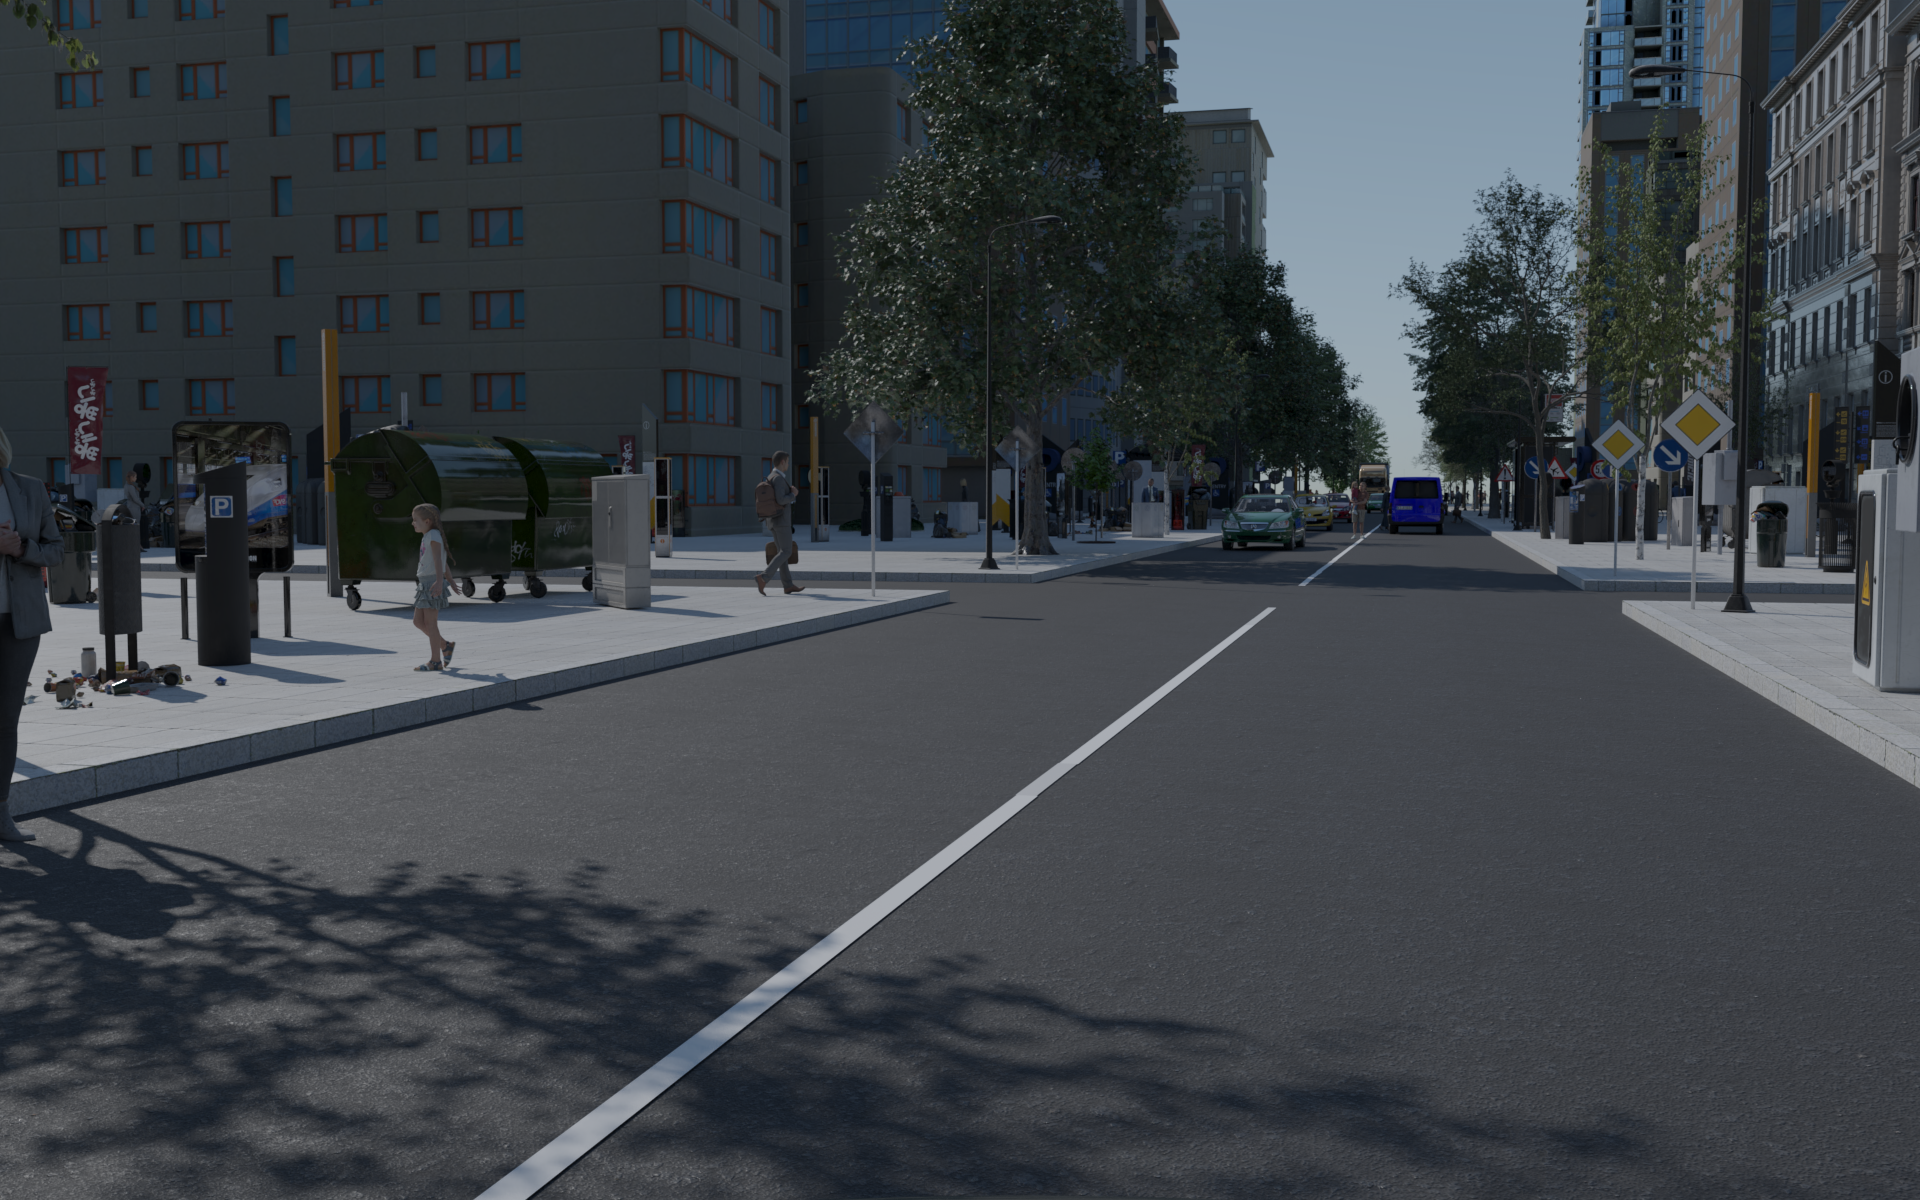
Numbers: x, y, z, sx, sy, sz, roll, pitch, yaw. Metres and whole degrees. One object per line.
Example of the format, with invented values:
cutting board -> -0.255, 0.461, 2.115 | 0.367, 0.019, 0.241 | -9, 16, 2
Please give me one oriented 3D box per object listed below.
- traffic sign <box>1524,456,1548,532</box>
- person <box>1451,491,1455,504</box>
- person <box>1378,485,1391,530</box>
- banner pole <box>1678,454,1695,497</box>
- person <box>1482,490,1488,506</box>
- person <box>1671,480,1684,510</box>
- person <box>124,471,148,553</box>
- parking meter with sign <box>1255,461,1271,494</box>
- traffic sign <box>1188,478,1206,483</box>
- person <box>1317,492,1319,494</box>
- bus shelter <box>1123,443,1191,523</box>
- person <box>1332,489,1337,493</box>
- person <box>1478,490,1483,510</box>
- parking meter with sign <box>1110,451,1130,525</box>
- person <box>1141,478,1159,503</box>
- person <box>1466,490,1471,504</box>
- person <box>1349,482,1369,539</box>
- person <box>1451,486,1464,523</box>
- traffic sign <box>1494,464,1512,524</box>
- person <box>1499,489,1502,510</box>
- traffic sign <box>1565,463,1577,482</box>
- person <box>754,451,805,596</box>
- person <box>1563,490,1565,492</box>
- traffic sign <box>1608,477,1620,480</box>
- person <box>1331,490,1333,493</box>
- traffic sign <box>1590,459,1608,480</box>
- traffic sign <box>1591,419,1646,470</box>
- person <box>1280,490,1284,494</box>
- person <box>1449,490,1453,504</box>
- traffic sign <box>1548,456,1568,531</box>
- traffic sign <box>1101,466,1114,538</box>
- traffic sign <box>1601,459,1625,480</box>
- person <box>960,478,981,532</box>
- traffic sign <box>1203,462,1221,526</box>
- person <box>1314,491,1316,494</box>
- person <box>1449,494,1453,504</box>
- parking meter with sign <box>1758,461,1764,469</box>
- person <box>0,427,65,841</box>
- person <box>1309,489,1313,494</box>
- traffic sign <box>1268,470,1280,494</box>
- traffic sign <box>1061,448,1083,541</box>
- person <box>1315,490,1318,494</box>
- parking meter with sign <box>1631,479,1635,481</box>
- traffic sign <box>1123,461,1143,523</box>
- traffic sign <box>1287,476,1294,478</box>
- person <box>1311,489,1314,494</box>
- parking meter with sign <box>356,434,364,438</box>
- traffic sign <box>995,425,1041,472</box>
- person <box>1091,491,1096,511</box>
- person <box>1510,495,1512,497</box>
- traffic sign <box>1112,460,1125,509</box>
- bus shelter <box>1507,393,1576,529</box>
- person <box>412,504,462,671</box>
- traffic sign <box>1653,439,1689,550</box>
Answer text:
traffic sign -> 19.368, -3.556, 58.251 | 0.768, 2.556, 0.104 | 1, 4, 20
person -> 62.354, -12.978, 218.937 | 1.217, 1.736, 0.721 | -1, 4, -18
person -> 16.788, -3.633, 68.326 | 0.534, 1.772, 0.576 | 1, 4, 12
banner pole -> 38.261, -6.187, 91.181 | 0.401, 3.779, 0.863 | 0, 4, -1
person -> 57.192, -11.243, 189.875 | 1.348, 1.824, 0.705 | 2, 4, 34
person -> 27.518, -3.685, 66.477 | 0.721, 1.800, 0.419 | -1, 4, -13
person -> -17.988, -1.932, 37.898 | 0.520, 1.790, 0.573 | 3, 4, 36
parking meter with sign -> 15.923, -5.760, 90.430 | 0.543, 3.016, 1.738 | -1, 4, -9
traffic sign -> 11.631, -5.206, 85.123 | 0.884, 2.594, 0.081 | 1, 4, 18
person -> 49.092, -14.177, 238.352 | 0.721, 1.766, 1.217 | 3, 5, 40
bus shelter -> 8.133, -4.721, 71.117 | 2.014, 3.302, 5.546 | 1, 4, 15
person -> 36.324, -9.911, 168.186 | 1.348, 1.812, 0.705 | 0, 4, -5
person -> 41.475, -7.981, 138.003 | 0.415, 1.643, 0.593 | 2, 4, 27
parking meter with sign -> 6.632, -4.551, 70.667 | 0.543, 3.016, 1.738 | 1, 4, 14
person -> 6.239, -3.117, 57.189 | 0.721, 1.800, 0.419 | -1, 4, -10
person -> 65.558, -13.259, 223.268 | 0.568, 1.767, 0.683 | 2, 4, 28
person -> 12.698, -2.863, 55.290 | 0.580, 1.828, 0.573 | -2, 4, -23
person -> 24.468, -4.685, 85.071 | 0.822, 1.834, 0.622 | -1, 4, -15
traffic sign -> 23.302, -4.531, 74.089 | 0.884, 2.594, 0.081 | 1, 4, 21
person -> 43.100, -8.048, 138.454 | 0.721, 1.723, 1.217 | 2, 4, 30
traffic sign -> 25.840, -4.470, 72.816 | 0.795, 2.593, 0.064 | 1, 4, 22
person -> -2.332, -0.983, 22.083 | 0.822, 1.834, 0.622 | -2, 4, -35
person -> 65.196, -11.090, 186.998 | 0.705, 1.869, 1.348 | -3, 5, -44
traffic sign -> 24.212, -3.931, 64.380 | 0.768, 2.556, 0.104 | 1, 4, 16
person -> 39.860, -10.970, 185.499 | 0.705, 1.812, 1.348 | 1, 4, 12
traffic sign -> 23.432, -3.865, 63.307 | 0.768, 2.556, 0.104 | 1, 4, 18
traffic sign -> 10.225, -1.512, 26.907 | 0.795, 2.593, 0.064 | 1, 4, 15
person -> 38.421, -12.224, 206.360 | 0.683, 1.767, 0.568 | 3, 4, 38
person -> 65.368, -13.723, 230.544 | 0.705, 1.807, 1.348 | 3, 4, 38
traffic sign -> 20.511, -3.657, 59.801 | 0.884, 2.594, 0.081 | 1, 4, 15
traffic sign -> 4.133, -3.086, 50.454 | 0.884, 2.594, 0.081 | 2, 4, 24
traffic sign -> 22.045, -3.572, 58.513 | 0.768, 2.556, 0.104 | 1, 4, 16
person -> 0.313, -3.145, 57.676 | 0.699, 1.804, 1.509 | 2, 4, 27
traffic sign -> 10.103, -4.261, 69.769 | 0.768, 2.556, 0.104 | 1, 4, 21
person -> 44.040, -12.713, 214.579 | 1.217, 1.739, 0.721 | -2, 4, -27
person -> 61.610, -12.773, 218.074 | 0.799, 1.438, 0.628 | 1, 4, 20
parking meter with sign -> 40.895, -5.751, 90.285 | 1.738, 3.016, 0.543 | 0, 4, 2
person -> -3.905, 0.101, 7.030 | 0.537, 1.800, 0.526 | -3, 4, -38
person -> 31.774, -9.188, 156.981 | 1.217, 1.743, 0.721 | 2, 4, 28
traffic sign -> 16.749, -5.627, 92.106 | 0.768, 2.556, 0.104 | 1, 4, 21
traffic sign -> 3.120, -2.904, 47.594 | 0.768, 2.556, 0.104 | 2, 4, 23
person -> 40.090, -11.467, 194.061 | 0.750, 1.759, 0.617 | 0, 4, 8
parking meter with sign -> 34.631, -5.717, 89.731 | 1.738, 3.016, 0.543 | 1, 4, 16
traffic sign -> 6.636, -4.066, 66.585 | 0.768, 2.556, 0.104 | 1, 4, 20
traffic sign -> 18.931, -5.971, 99.751 | 0.606, 2.300, 0.079 | 1, 4, 19
person -> 38.025, -11.112, 187.688 | 1.348, 1.831, 0.705 | 1, 4, 19
parking meter with sign -> -16.894, -3.361, 51.214 | 0.543, 3.016, 1.738 | 3, 5, 39
traffic sign -> 0.957, -1.663, 29.384 | 0.795, 2.593, 0.064 | 1, 4, 15
person -> 8.062, -5.928, 103.507 | 0.519, 1.759, 0.362 | -3, 5, -40
person -> 68.295, -12.514, 213.914 | 1.065, 1.426, 0.557 | 0, 4, 2
traffic sign -> 5.785, -3.989, 65.218 | 0.884, 2.594, 0.081 | 2, 4, 24
bus shelter -> 22.330, -5.460, 66.898 | 2.179, 5.291, 8.768 | 1, 4, 15
person -> -3.771, -0.092, 12.558 | 0.382, 1.210, 0.505 | -2, 4, -26
traffic sign -> 16.349, -2.434, 39.896 | 0.768, 2.556, 0.104 | 1, 4, 23
